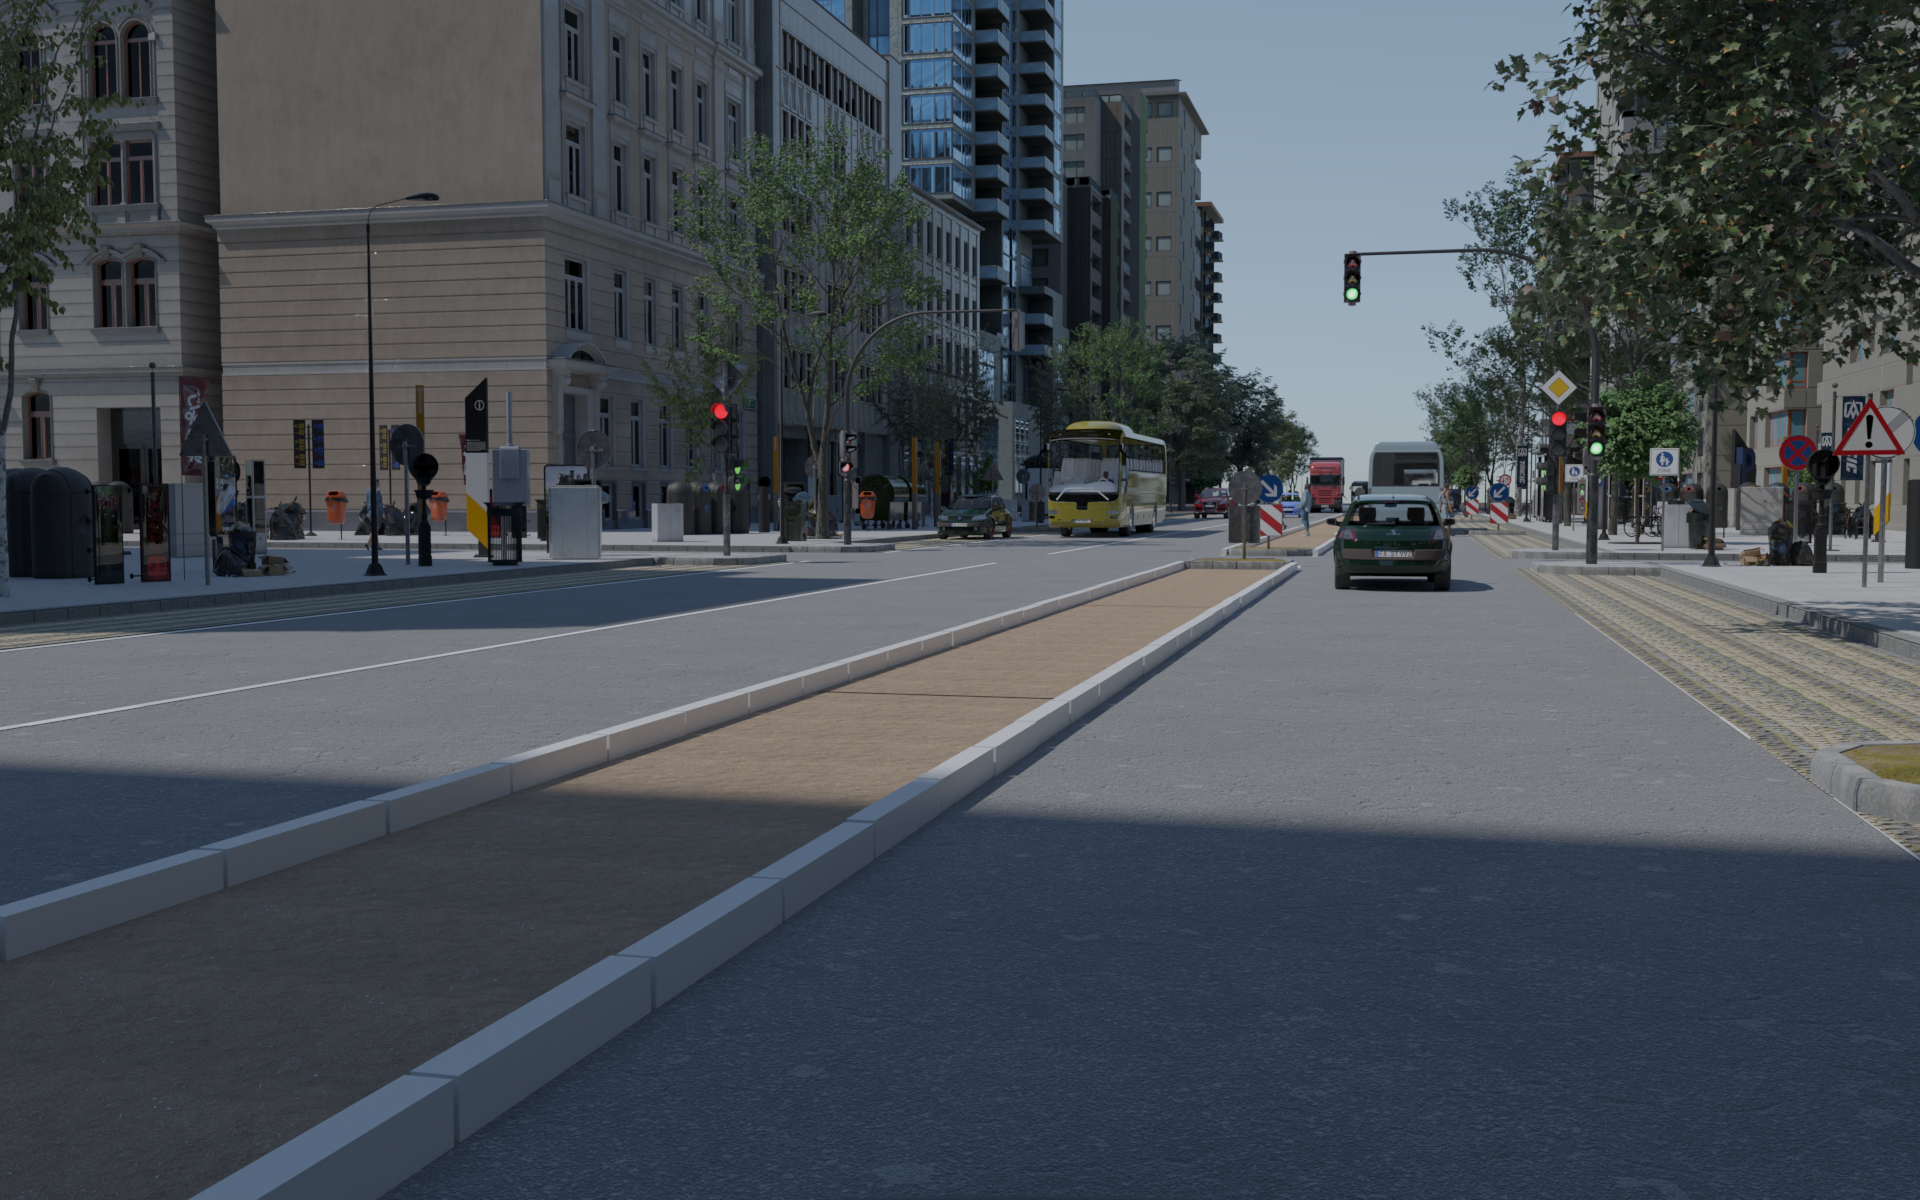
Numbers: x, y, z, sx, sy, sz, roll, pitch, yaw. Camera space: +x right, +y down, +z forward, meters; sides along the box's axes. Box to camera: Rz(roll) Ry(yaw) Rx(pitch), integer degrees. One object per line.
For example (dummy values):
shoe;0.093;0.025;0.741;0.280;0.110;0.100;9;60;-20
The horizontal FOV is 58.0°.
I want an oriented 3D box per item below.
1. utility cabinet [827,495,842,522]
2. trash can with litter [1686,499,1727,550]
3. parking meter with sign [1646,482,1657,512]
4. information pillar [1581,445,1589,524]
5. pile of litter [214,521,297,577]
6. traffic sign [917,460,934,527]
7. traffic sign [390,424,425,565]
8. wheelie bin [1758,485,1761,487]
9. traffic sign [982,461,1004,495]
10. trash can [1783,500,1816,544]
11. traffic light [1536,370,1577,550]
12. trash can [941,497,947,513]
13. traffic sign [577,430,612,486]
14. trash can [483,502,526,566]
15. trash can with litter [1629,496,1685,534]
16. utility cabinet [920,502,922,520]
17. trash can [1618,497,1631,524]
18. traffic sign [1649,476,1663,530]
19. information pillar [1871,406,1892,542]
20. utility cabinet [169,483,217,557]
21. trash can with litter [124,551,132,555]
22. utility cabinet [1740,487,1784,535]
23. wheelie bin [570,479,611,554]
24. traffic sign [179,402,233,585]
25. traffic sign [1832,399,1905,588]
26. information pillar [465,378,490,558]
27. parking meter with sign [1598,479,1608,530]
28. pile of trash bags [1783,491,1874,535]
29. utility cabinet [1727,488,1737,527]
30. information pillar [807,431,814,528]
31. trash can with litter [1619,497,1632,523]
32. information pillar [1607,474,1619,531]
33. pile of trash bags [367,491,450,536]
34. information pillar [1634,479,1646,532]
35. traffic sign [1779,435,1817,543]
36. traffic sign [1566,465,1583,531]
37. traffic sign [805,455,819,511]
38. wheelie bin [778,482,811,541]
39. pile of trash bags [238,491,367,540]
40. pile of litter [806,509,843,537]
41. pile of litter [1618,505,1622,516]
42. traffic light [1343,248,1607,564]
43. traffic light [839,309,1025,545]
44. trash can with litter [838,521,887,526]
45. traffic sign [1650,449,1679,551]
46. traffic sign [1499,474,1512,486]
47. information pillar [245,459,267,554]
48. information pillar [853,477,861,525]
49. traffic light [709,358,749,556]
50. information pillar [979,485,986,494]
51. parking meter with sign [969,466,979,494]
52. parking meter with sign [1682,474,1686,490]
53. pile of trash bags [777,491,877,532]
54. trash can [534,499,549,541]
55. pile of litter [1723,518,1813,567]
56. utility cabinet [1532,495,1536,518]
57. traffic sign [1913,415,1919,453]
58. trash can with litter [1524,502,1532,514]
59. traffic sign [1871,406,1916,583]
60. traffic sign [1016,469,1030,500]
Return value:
utility cabinet;-5.712;-4.184;79.573;1.020;1.237;0.306;2;4;27
trash can with litter;17.268;-1.748;39.961;0.624;1.170;1.055;-1;4;-17
parking meter with sign;42.445;-6.816;107.699;1.738;3.016;0.543;2;4;25
information pillar;26.847;-5.076;74.355;0.183;3.616;0.504;-1;4;-21
pile of litter;-11.135;-0.828;27.501;1.176;0.858;1.719;1;4;20
traffic sign;-1.434;-4.080;66.712;0.884;2.594;0.081;1;4;20
traffic sign;-10.034;-1.915;31.408;0.768;2.556;0.104;1;4;22
wheelie bin;28.740;-3.327;62.305;0.693;1.594;0.980;2;4;30
traffic sign;1.261;-4.096;66.975;0.884;2.594;0.081;1;4;16
trash can;20.869;-1.922;43.085;0.748;1.137;0.748;0;3;0
traffic light;13.556;-3.086;39.379;0.839;4.253;0.868;1;4;14
trash can;-1.025;-5.199;96.665;0.748;1.137;0.748;0;3;0
traffic sign;-7.295;-2.104;34.511;0.768;2.556;0.104;1;4;17
trash can;-8.184;-1.191;31.133;0.748;1.137;0.748;0;3;0
trash can with litter;22.408;-2.704;55.276;2.233;1.210;1.678;0;4;1
utility cabinet;-2.030;-4.516;84.994;0.306;1.237;1.020;1;4;16
trash can;27.995;-3.774;73.363;0.748;1.137;0.748;0;3;0
traffic sign;24.847;-3.808;62.263;0.884;2.594;0.081;1;4;22
information pillar;24.511;-3.341;45.988;0.183;3.616;0.504;-1;4;-15
utility cabinet;-15.682;-1.631;35.351;0.318;1.500;1.173;1;4;20
trash can with litter;-18.189;-1.525;35.990;1.678;1.210;2.233;2;4;27
utility cabinet;24.766;-2.742;53.509;1.173;1.500;0.318;2;4;29
wheelie bin;-7.790;-1.732;36.230;0.980;1.594;0.693;-1;4;-10
traffic sign;-10.622;-1.491;24.384;0.884;2.594;0.081;1;4;16
traffic sign;12.417;-1.450;23.709;0.884;2.594;0.081;1;4;21
information pillar;-9.721;-2.666;34.943;0.504;3.616;0.183;1;4;13
parking meter with sign;23.228;-4.074;62.867;0.543;3.016;1.738;2;4;31
pile of trash bags;27.253;-2.772;55.080;3.447;1.369;1.912;-1;4;-14
utility cabinet;30.128;-3.613;67.752;0.318;1.500;1.173;0;4;-4
information pillar;-5.539;-4.486;64.695;0.183;3.616;0.504;1;4;22
trash can with litter;29.917;-4.038;77.416;1.055;1.170;0.624;-3;5;-45
information pillar;22.522;-3.378;59.722;0.304;2.012;0.304;2;4;27
pile of trash bags;-17.149;-2.691;53.752;3.447;1.369;1.912;2;4;30
information pillar;22.872;-3.289;58.269;0.304;2.012;0.304;2;4;32
traffic sign;18.095;-2.285;37.472;0.768;2.556;0.104;1;4;15
traffic sign;21.315;-3.547;60.121;0.606;2.300;0.079;1;4;19
traffic sign;-4.776;-3.477;56.952;0.768;2.556;0.104;1;4;21
wheelie bin;-4.518;-2.398;47.116;0.980;1.594;0.693;1;4;10
pile of trash bags;-18.857;-2.383;48.710;3.447;1.369;1.912;0;4;7
pile of litter;-4.212;-2.338;52.195;1.176;0.858;1.719;-2;4;-29
pile of litter;36.997;-4.990;95.548;1.176;0.858;1.719;-2;4;-29
traffic light;9.505;-3.509;32.033;4.771;5.953;1.251;1;4;14
traffic light;-0.774;-4.185;43.100;4.771;5.953;1.251;1;4;14
trash can with litter;-3.811;-3.584;69.657;2.233;1.210;1.678;0;4;-5
traffic sign;15.774;-2.245;38.829;0.606;2.300;0.079;1;4;23
traffic sign;34.675;-6.732;110.177;0.768;2.556;0.104;1;4;22
information pillar;-15.013;-1.985;36.943;0.304;2.012;0.304;3;5;41
information pillar;-4.317;-4.180;72.838;0.304;2.012;0.304;-1;4;-11
traffic light;-4.824;-2.871;35.860;0.839;4.253;0.868;1;4;14
information pillar;1.326;-6.017;102.867;0.304;2.012;0.304;-1;4;-23
parking meter with sign;1.271;-6.777;107.056;0.543;3.016;1.738;-2;4;-34
parking meter with sign;45.038;-6.796;107.382;0.543;3.016;1.738;3;4;36
pile of trash bags;-4.568;-3.031;59.316;3.447;1.369;1.912;0;4;-1
trash can;-11.260;-2.185;47.377;0.748;1.137;0.748;0;3;0
pile of litter;14.581;-1.052;31.161;1.719;0.858;1.176;1;4;9
utility cabinet;31.526;-5.116;94.814;0.306;1.237;1.020;2;4;23
traffic sign;14.333;-1.546;25.386;0.768;2.556;0.104;1;4;21
trash can with litter;36.342;-6.037;110.094;1.055;1.170;0.624;2;4;34
traffic sign;13.349;-1.525;25.038;0.768;2.556;0.104;1;4;18
traffic sign;3.165;-5.333;87.305;0.768;2.556;0.104;1;4;22
